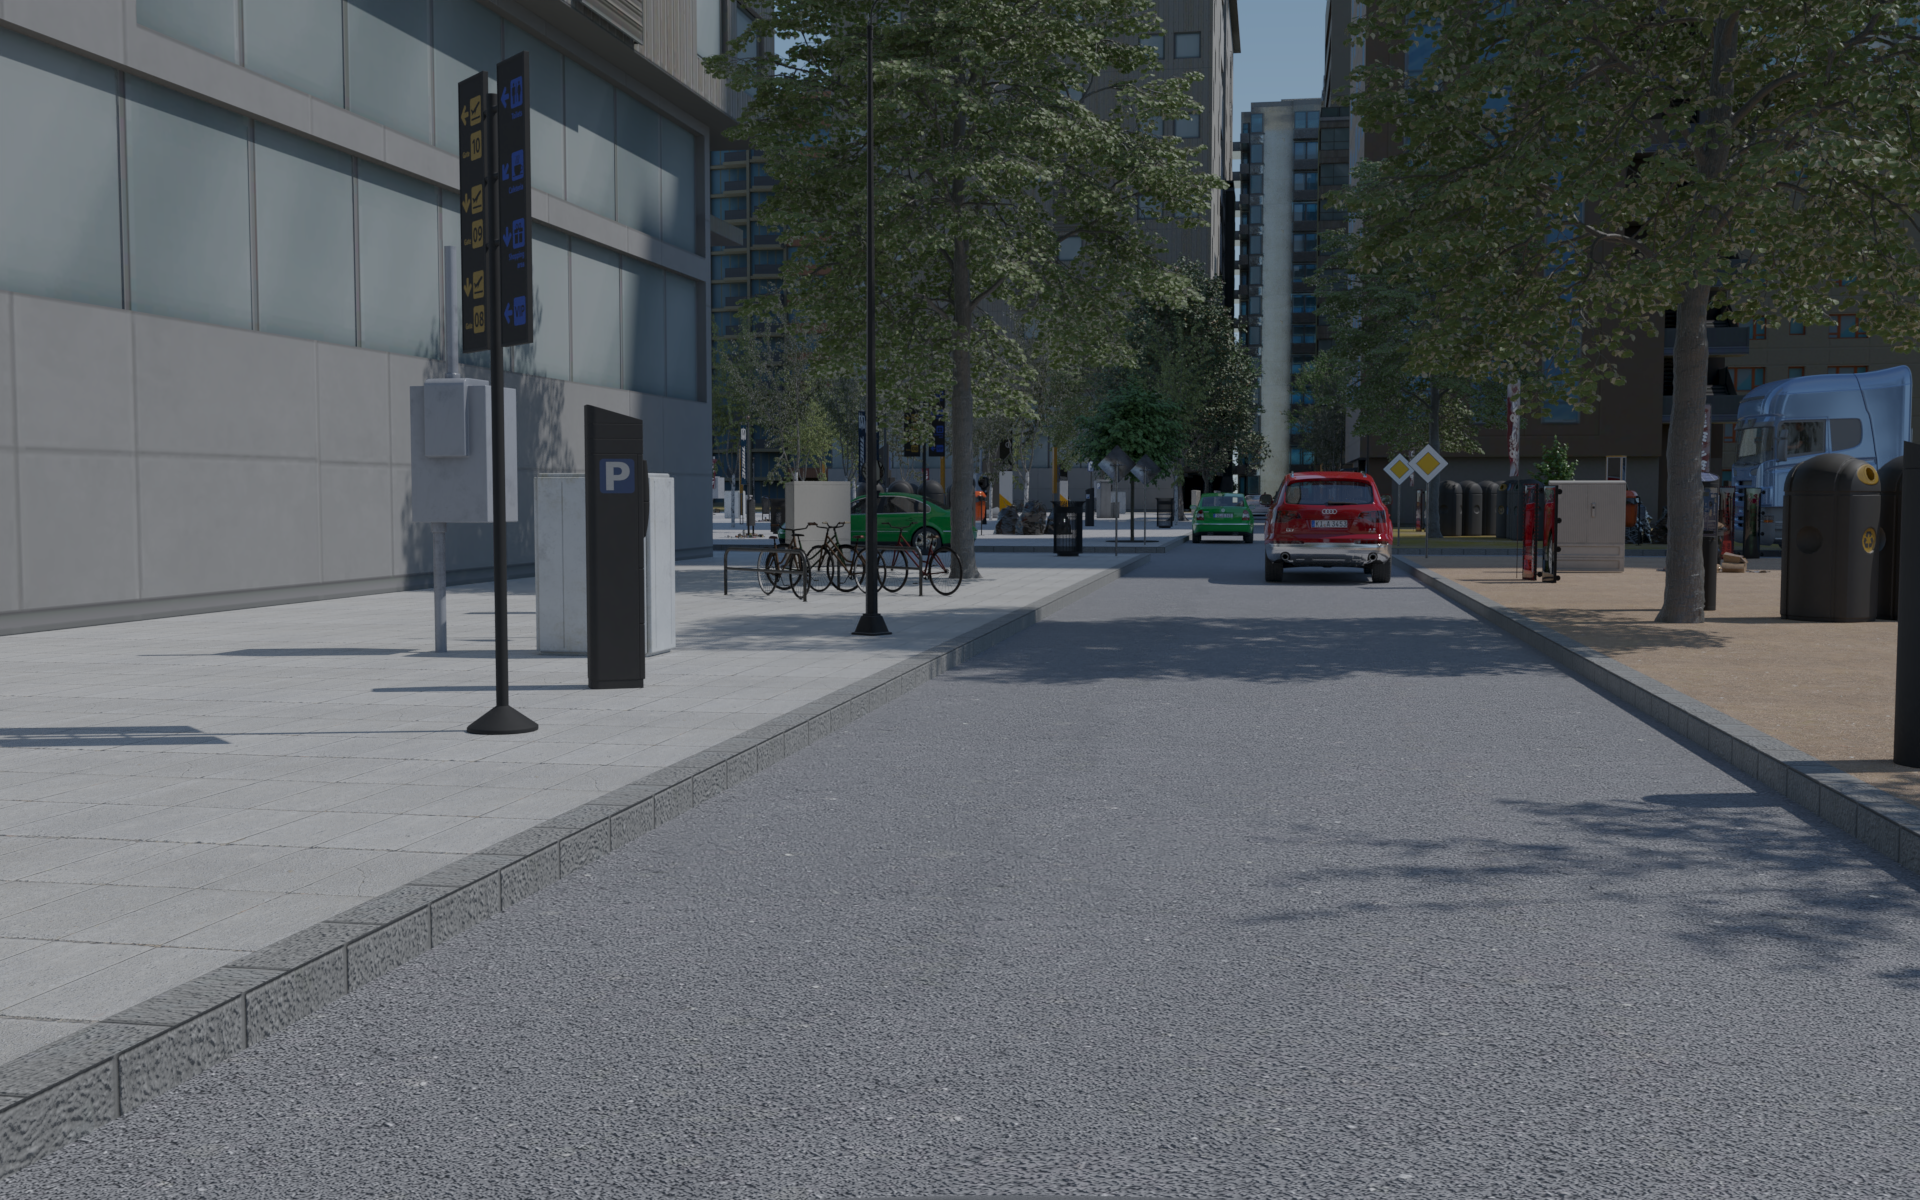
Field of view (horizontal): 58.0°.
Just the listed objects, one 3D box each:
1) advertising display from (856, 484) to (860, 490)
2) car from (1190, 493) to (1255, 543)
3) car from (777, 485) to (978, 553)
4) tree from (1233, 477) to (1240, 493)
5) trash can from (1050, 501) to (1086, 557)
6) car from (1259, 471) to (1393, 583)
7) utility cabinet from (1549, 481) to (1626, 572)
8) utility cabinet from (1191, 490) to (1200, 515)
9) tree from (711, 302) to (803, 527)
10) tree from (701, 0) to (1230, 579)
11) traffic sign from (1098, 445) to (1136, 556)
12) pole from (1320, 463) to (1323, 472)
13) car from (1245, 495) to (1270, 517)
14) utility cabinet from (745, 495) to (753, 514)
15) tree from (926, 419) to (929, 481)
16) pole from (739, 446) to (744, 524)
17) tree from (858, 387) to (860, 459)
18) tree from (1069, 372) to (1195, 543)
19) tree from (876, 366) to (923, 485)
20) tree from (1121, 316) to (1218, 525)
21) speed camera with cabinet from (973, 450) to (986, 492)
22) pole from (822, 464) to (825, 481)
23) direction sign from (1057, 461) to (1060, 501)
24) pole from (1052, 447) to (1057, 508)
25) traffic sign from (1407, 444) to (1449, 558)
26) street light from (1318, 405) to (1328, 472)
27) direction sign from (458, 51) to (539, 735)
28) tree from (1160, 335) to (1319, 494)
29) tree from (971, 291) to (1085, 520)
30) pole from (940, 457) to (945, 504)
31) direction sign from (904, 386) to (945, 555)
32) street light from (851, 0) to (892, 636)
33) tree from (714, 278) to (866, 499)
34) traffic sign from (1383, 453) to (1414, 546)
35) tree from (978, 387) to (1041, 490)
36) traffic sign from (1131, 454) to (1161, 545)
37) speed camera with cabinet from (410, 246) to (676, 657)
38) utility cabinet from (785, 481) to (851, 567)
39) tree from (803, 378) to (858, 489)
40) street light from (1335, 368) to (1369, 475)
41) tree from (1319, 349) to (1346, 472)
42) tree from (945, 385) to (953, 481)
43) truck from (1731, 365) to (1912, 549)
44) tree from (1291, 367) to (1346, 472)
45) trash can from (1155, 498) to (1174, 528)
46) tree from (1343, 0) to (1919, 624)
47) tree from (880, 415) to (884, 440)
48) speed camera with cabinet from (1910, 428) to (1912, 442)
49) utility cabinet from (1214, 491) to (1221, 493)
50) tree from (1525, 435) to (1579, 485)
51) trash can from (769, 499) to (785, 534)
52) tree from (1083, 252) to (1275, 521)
[{"bbox_3d":[-6.463,-6.784,116.125,0.974,1.923,0.123,0,4,8],"label":"advertising display"},{"bbox_3d":[7.847,-2.627,51.746,1.959,1.807,4.718,1,4,8],"label":"car"},{"bbox_3d":[-1.956,-1.957,40.788,4.718,1.807,1.959,1,4,10],"label":"car"},{"bbox_3d":[25.543,-10.344,163.718,1.663,3.219,1.824,0,3,0],"label":"tree"},{"bbox_3d":[2.228,-1.471,35.708,0.748,1.137,0.748,0,3,0],"label":"trash can"},{"bbox_3d":[6.266,-1.284,29.659,2.281,1.827,5.304,1,4,11],"label":"car"},{"bbox_3d":[10.263,-1.206,28.390,1.173,1.500,0.318,1,4,15],"label":"utility cabinet"},{"bbox_3d":[13.999,-5.750,102.684,0.318,1.500,1.173,1,4,19],"label":"utility cabinet"},{"bbox_3d":[-8.760,-7.114,66.679,4.737,8.622,4.395,0,3,0],"label":"tree"},{"bbox_3d":[0.064,-6.573,25.596,7.486,12.596,7.792,0,3,0],"label":"tree"},{"bbox_3d":[3.226,-1.958,35.657,0.795,2.450,0.064,1,4,10],"label":"traffic sign"},{"bbox_3d":[23.905,-7.377,114.462,0.158,3.312,0.155,0,3,0],"label":"pole"},{"bbox_3d":[16.918,-5.273,98.578,2.083,1.381,4.827,1,4,12],"label":"car"},{"bbox_3d":[-13.698,-6.076,110.506,1.020,1.237,0.306,3,4,36],"label":"utility cabinet"},{"bbox_3d":[-3.085,-8.783,93.963,4.360,8.622,3.978,0,3,0],"label":"tree"},{"bbox_3d":[-9.252,-4.856,73.242,0.158,3.312,0.155,0,3,0],"label":"pole"},{"bbox_3d":[-8.427,-9.316,102.673,4.737,8.622,4.395,0,3,0],"label":"tree"},{"bbox_3d":[4.699,-3.826,46.264,4.285,4.588,4.351,0,3,0],"label":"tree"},{"bbox_3d":[-4.579,-7.473,72.548,4.360,8.622,3.978,0,3,0],"label":"tree"},{"bbox_3d":[8.659,-7.369,70.849,4.737,8.622,4.395,0,3,0],"label":"tree"},{"bbox_3d":[0.422,-5.106,77.818,0.660,3.252,2.038,-2,4,-31],"label":"speed camera with cabinet"},{"bbox_3d":[-8.540,-7.012,108.485,0.158,3.312,0.155,0,3,0],"label":"pole"},{"bbox_3d":[6.468,-7.482,114.325,0.379,3.537,0.876,-2,4,-30],"label":"direction sign"},{"bbox_3d":[4.121,-4.988,75.400,0.158,3.312,0.155,0,3,0],"label":"pole"},{"bbox_3d":[9.317,-1.889,34.534,0.795,2.450,0.064,1,4,10],"label":"traffic sign"},{"bbox_3d":[19.190,-7.160,89.611,1.470,5.913,1.316,1,4,10],"label":"street light"},{"bbox_3d":[-2.481,-1.058,9.293,0.379,3.537,0.876,-3,4,-38],"label":"direction sign"},{"bbox_3d":[15.969,-11.406,112.244,9.928,11.665,9.643,0,3,0],"label":"tree"},{"bbox_3d":[2.232,-6.620,58.605,4.360,8.622,3.978,0,3,0],"label":"tree"},{"bbox_3d":[-0.744,-4.941,74.629,0.158,3.312,0.155,0,3,0],"label":"pole"},{"bbox_3d":[-0.742,-2.706,36.235,0.876,3.537,0.379,1,4,12],"label":"direction sign"},{"bbox_3d":[-0.274,-2.630,15.535,1.470,5.913,1.316,1,4,10],"label":"street light"},{"bbox_3d":[-5.777,-6.598,58.237,4.360,8.622,3.978,0,3,0],"label":"tree"},{"bbox_3d":[10.745,-2.370,42.391,0.795,2.450,0.064,1,4,10],"label":"traffic sign"},{"bbox_3d":[3.230,-10.228,117.595,4.737,8.622,4.395,0,3,0],"label":"tree"},{"bbox_3d":[4.653,-2.439,43.514,0.795,2.450,0.064,1,4,10],"label":"traffic sign"},{"bbox_3d":[-3.359,-1.200,13.964,2.038,3.252,0.660,1,4,12],"label":"speed camera with cabinet"},{"bbox_3d":[-2.501,-1.332,30.460,1.173,1.500,0.318,-3,4,-37],"label":"utility cabinet"},{"bbox_3d":[-8.783,-8.975,97.097,4.737,8.622,4.395,0,3,0],"label":"tree"},{"bbox_3d":[14.374,-5.556,63.382,1.470,5.913,1.316,1,4,10],"label":"street light"},{"bbox_3d":[26.376,-11.960,121.303,9.928,11.665,9.643,0,3,0],"label":"tree"},{"bbox_3d":[1.425,-8.249,85.232,4.360,8.622,3.978,0,3,0],"label":"tree"},{"bbox_3d":[25.591,-2.848,36.318,18.799,4.110,2.967,1,4,9],"label":"truck"},{"bbox_3d":[21.438,-9.102,99.177,4.360,8.622,3.978,0,3,0],"label":"tree"},{"bbox_3d":[7.678,-3.259,64.940,0.748,1.137,0.748,0,3,0],"label":"trash can"},{"bbox_3d":[7.635,-6.037,16.831,7.486,12.596,7.792,0,3,0],"label":"tree"},{"bbox_3d":[-7.011,-9.880,111.902,4.737,8.622,4.395,0,3,0],"label":"tree"},{"bbox_3d":[29.033,-3.508,51.699,0.660,3.252,2.038,-1,4,-17],"label":"speed camera with cabinet"},{"bbox_3d":[17.196,-6.543,115.650,0.318,1.500,1.173,0,4,1],"label":"utility cabinet"},{"bbox_3d":[19.196,-3.768,56.202,1.663,3.219,1.824,0,3,0],"label":"tree"},{"bbox_3d":[-5.783,-2.687,55.582,0.748,1.137,0.748,0,3,0],"label":"trash can"},{"bbox_3d":[10.314,-10.122,82.496,9.611,12.733,9.660,0,3,0],"label":"tree"}]
